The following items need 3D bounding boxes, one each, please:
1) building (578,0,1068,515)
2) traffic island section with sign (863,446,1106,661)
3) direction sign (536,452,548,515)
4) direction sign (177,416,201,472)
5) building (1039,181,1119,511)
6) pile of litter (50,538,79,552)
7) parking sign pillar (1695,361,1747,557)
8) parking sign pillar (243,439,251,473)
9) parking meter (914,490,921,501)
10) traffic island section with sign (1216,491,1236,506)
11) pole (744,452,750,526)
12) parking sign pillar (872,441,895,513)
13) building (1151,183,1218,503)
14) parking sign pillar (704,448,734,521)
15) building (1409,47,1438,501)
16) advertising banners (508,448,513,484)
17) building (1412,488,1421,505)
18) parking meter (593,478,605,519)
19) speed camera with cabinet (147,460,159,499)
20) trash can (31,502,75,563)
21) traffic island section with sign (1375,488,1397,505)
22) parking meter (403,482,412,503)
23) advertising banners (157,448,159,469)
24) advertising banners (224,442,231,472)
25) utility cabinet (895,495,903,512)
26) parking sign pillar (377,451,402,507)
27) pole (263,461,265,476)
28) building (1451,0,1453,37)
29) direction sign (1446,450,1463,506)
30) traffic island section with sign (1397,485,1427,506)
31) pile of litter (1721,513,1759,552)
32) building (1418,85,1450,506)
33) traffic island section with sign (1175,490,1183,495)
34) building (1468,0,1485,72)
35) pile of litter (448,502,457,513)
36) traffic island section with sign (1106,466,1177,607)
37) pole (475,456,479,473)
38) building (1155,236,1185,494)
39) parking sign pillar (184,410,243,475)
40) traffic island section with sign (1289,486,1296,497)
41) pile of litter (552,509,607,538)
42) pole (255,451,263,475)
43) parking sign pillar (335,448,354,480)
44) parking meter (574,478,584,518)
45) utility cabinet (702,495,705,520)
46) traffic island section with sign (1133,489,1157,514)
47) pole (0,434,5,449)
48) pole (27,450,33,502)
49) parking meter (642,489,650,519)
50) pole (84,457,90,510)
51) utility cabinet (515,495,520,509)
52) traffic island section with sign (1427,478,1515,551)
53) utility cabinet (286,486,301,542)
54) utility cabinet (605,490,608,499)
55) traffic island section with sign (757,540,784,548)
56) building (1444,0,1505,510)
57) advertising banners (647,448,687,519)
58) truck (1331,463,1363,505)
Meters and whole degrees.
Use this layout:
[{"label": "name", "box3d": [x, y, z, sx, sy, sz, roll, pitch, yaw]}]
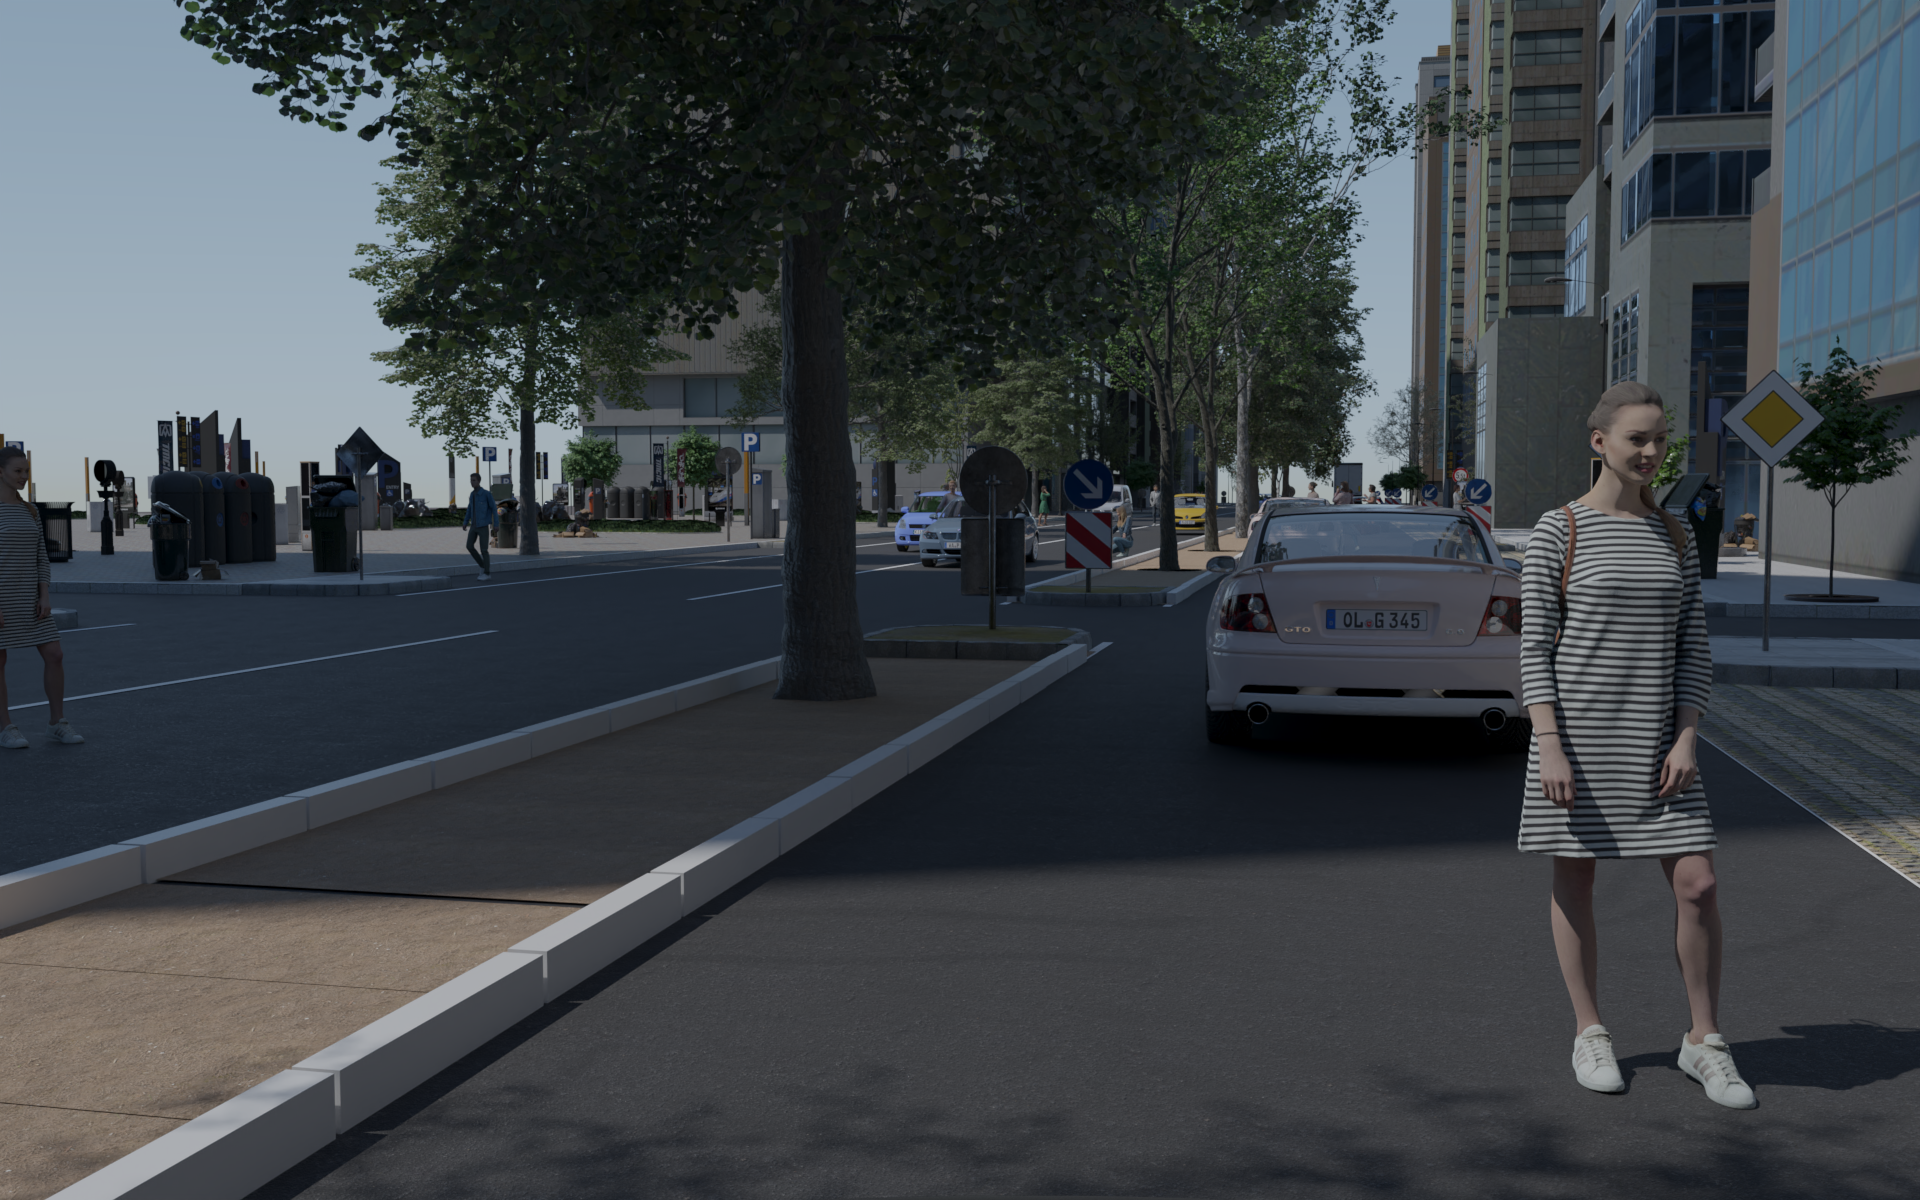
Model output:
[{"label": "building", "box3d": [-7.650, -32.215, 115.957, 28.713, 52.752, 27.495, 1, 4, 13]}, {"label": "traffic island section with sign", "box3d": [0.173, -0.472, 15.853, 2.006, 1.907, 1.989, 1, 4, 13]}, {"label": "direction sign", "box3d": [-22.412, -6.173, 92.922, 0.379, 3.537, 0.876, 2, 4, 32]}, {"label": "direction sign", "box3d": [-22.485, -3.583, 50.573, 0.379, 3.537, 0.876, 1, 4, 19]}, {"label": "building", "box3d": [0.414, -32.067, 143.904, 23.786, 49.044, 30.456, 1, 4, 13]}, {"label": "pile of litter", "box3d": [-20.441, -1.488, 38.294, 1.719, 0.858, 1.176, -1, 4, -22]}, {"label": "parking sign pillar", "box3d": [15.518, -2.893, 35.778, 1.447, 3.967, 1.447, 2, 4, 31]}, {"label": "parking sign pillar", "box3d": [-25.684, -4.483, 61.765, 1.447, 3.967, 1.447, -3, 4, -36]}, {"label": "parking meter", "box3d": [-2.460, -5.592, 99.843, 0.372, 1.533, 0.369, 0, 3, 0]}, {"label": "traffic island section with sign", "box3d": [31.038, -11.914, 203.427, 1.989, 1.847, 2.006, 1, 4, 13]}, {"label": "pole", "box3d": [-8.612, -4.654, 69.941, 0.158, 3.312, 0.155, 0, 3, 0]}, {"label": "parking sign pillar", "box3d": [-3.845, -6.029, 87.048, 1.447, 3.967, 1.447, 3, 5, 40]}, {"label": "building", "box3d": [24.365, -42.690, 239.981, 21.231, 58.520, 28.212, 1, 4, 13]}, {"label": "parking sign pillar", "box3d": [-11.593, -5.793, 83.180, 1.447, 3.967, 1.447, 0, 4, 6]}, {"label": "building", "box3d": [71.686, -42.257, 232.898, 21.231, 58.520, 28.212, 1, 4, 13]}, {"label": "advertising banners", "box3d": [-17.220, -4.240, 65.505, 0.090, 3.025, 2.074, 0, 4, 4]}, {"label": "building", "box3d": [70.882, -31.488, 206.716, 32.217, 40.220, 23.993, 1, 4, 13]}, {"label": "parking meter", "box3d": [-13.249, -3.540, 63.591, 0.399, 1.863, 0.255, 0, 4, 2]}, {"label": "speed camera with cabinet", "box3d": [-38.947, -5.557, 85.197, 0.660, 3.252, 2.038, 1, 4, 21]}, {"label": "trash can", "box3d": [-16.993, -1.274, 32.484, 0.748, 1.137, 0.748, 0, 3, 0]}, {"label": "traffic island section with sign", "box3d": [35.837, -8.367, 145.434, 1.989, 1.847, 2.006, 1, 4, 13]}, {"label": "parking meter", "box3d": [-26.416, -4.719, 82.864, 0.399, 1.863, 0.255, -1, 4, -12]}, {"label": "advertising banners", "box3d": [-30.818, -4.349, 67.296, 0.090, 3.025, 2.074, 0, 4, -6]}, {"label": "advertising banners", "box3d": [-25.481, -3.872, 59.490, 2.074, 3.025, 0.090, 3, 5, 43]}, {"label": "utility cabinet", "box3d": [-3.539, -4.982, 92.620, 1.020, 1.237, 0.306, -2, 4, -31]}, {"label": "parking sign pillar", "box3d": [-32.725, -6.779, 99.315, 1.447, 3.967, 1.447, -1, 4, -20]}, {"label": "pole", "box3d": [-42.968, -6.919, 106.966, 0.158, 3.312, 0.155, 0, 3, 0]}, {"label": "building", "box3d": [53.033, -37.155, 149.477, 21.231, 58.520, 28.212, 1, 4, 13]}, {"label": "direction sign", "box3d": [25.432, -5.940, 89.108, 0.876, 3.537, 0.379, -1, 4, -8]}, {"label": "traffic island section with sign", "box3d": [18.939, -3.777, 70.384, 1.989, 1.847, 2.006, 1, 4, 13]}, {"label": "pile of litter", "box3d": [17.557, -1.526, 38.913, 1.176, 0.858, 1.719, -2, 4, -29]}, {"label": "building", "box3d": [57.900, -33.014, 189.896, 14.600, 45.320, 14.200, 1, 4, 13]}, {"label": "traffic island section with sign", "box3d": [18.919, -8.623, 149.609, 1.989, 1.847, 2.006, 1, 4, 13]}, {"label": "building", "box3d": [41.578, -28.504, 116.148, 14.600, 45.320, 14.200, 1, 4, 13]}, {"label": "pile of litter", "box3d": [-26.002, -4.527, 87.976, 1.176, 0.858, 1.719, -1, 4, -12]}, {"label": "traffic island section with sign", "box3d": [1.809, -0.914, 23.078, 2.006, 1.907, 1.989, 1, 4, 13]}, {"label": "pole", "box3d": [-25.901, -6.066, 93.016, 0.158, 3.312, 0.155, 0, 3, 0]}, {"label": "building", "box3d": [17.280, -25.686, 191.662, 14.160, 30.474, 14.107, 1, 4, 13]}, {"label": "parking sign pillar", "box3d": [-24.369, -4.124, 55.902, 1.447, 3.967, 1.447, 1, 4, 18]}, {"label": "traffic island section with sign", "box3d": [18.305, -5.398, 96.390, 2.006, 1.907, 1.989, 1, 4, 13]}, {"label": "pile of litter", "box3d": [-11.240, -2.268, 51.046, 1.719, 0.858, 1.176, 3, 4, 37]}, {"label": "pole", "box3d": [-33.448, -5.420, 82.459, 0.158, 3.312, 0.155, 0, 3, 0]}, {"label": "parking sign pillar", "box3d": [-35.839, -6.876, 100.897, 1.447, 3.967, 1.447, 1, 4, 12]}, {"label": "parking meter", "box3d": [-13.392, -3.375, 60.896, 0.255, 1.863, 0.399, 0, 4, 6]}, {"label": "utility cabinet", "box3d": [-12.305, -4.599, 86.363, 1.020, 1.237, 0.306, -2, 4, -25]}, {"label": "traffic island section with sign", "box3d": [12.921, -6.992, 122.948, 1.989, 1.847, 2.006, 1, 4, 13]}, {"label": "pole", "box3d": [-32.253, -3.948, 58.392, 0.158, 3.312, 0.155, 0, 3, 0]}, {"label": "pole", "box3d": [-43.277, -5.306, 80.599, 0.158, 3.312, 0.155, 0, 3, 0]}, {"label": "parking meter", "box3d": [-15.709, -4.790, 86.719, 0.372, 1.533, 0.369, 0, 3, 0]}, {"label": "pole", "box3d": [-48.099, -6.216, 95.477, 0.158, 3.312, 0.155, 0, 3, 0]}, {"label": "utility cabinet", "box3d": [-21.370, -4.486, 84.508, 0.306, 1.237, 1.020, -3, 5, -39]}, {"label": "traffic island section with sign", "box3d": [13.023, -2.169, 44.084, 1.989, 1.847, 2.006, 1, 4, 13]}, {"label": "utility cabinet", "box3d": [-17.747, -2.288, 46.095, 0.318, 1.500, 1.173, -1, 4, -18]}, {"label": "utility cabinet", "box3d": [-19.465, -5.471, 98.126, 1.173, 1.500, 0.318, -2, 4, -25]}, {"label": "traffic island section with sign", "box3d": [-4.230, -2.334, 46.796, 1.989, 1.847, 2.006, 1, 4, 13]}, {"label": "building", "box3d": [43.937, -27.316, 130.213, 14.154, 41.232, 14.086, 1, 4, 13]}, {"label": "advertising banners", "box3d": [-11.077, -4.244, 65.583, 0.090, 3.025, 2.074, 3, 4, 37]}, {"label": "truck", "box3d": [35.692, -10.435, 159.531, 2.839, 4.237, 11.283, 1, 4, 12]}]
